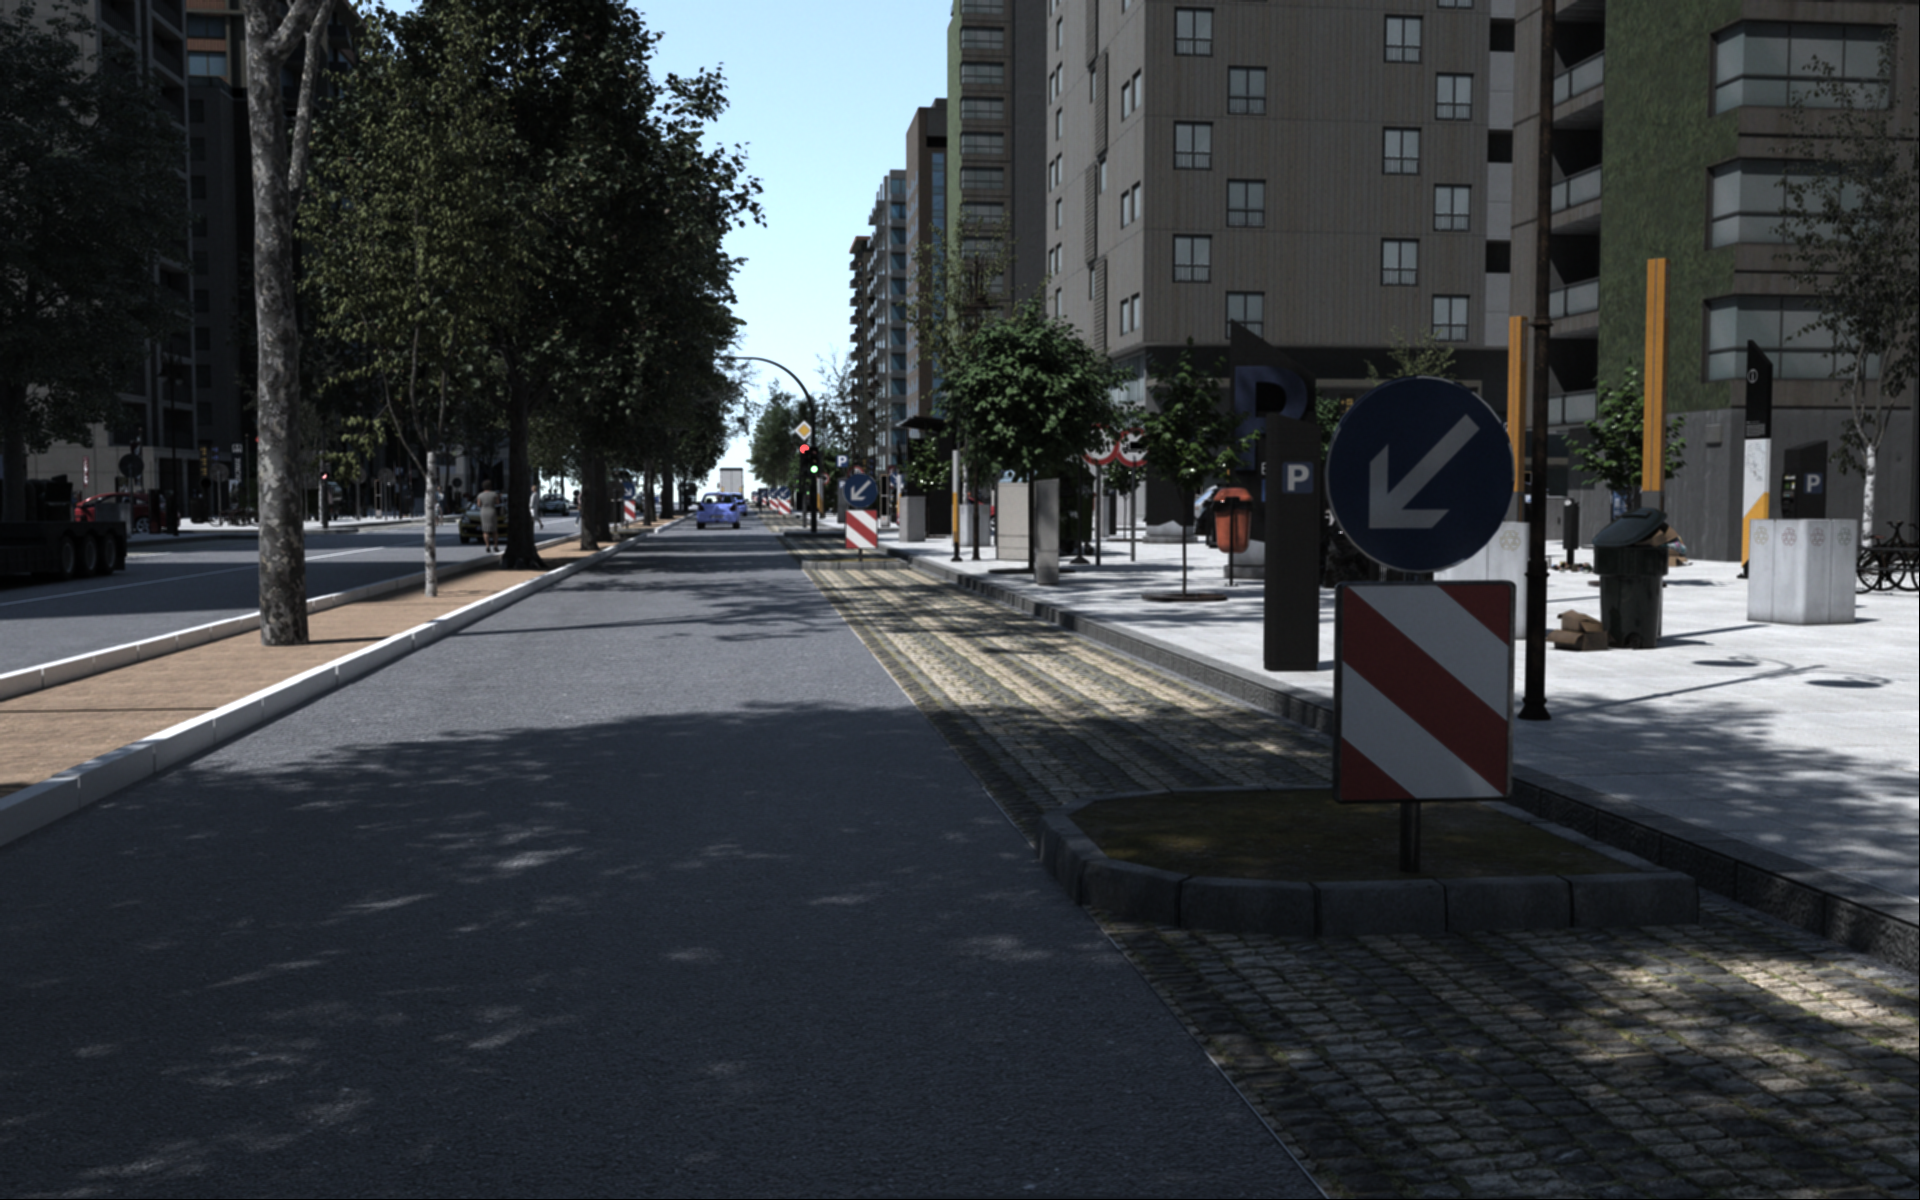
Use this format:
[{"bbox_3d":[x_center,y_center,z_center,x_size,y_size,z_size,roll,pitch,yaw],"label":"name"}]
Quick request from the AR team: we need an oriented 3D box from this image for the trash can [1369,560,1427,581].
[{"bbox_3d":[4.736,-0.432,18.723,0.748,1.137,0.748,0,3,0],"label":"trash can"}]

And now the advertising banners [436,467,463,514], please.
[{"bbox_3d":[-32.850,-7.018,110.930,2.074,3.025,0.090,-3,5,-43],"label":"advertising banners"}]

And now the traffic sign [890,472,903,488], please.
[{"bbox_3d":[-3.617,-6.018,98.497,0.768,2.556,0.104,0,4,1],"label":"traffic sign"}]

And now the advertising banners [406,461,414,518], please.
[{"bbox_3d":[-29.453,-5.921,93.003,0.090,3.025,2.074,-1,4,-14],"label":"advertising banners"}]

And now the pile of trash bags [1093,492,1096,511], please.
[{"bbox_3d":[5.699,-4.616,85.220,1.912,1.369,3.447,3,4,36],"label":"pile of trash bags"}]

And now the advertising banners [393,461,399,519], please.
[{"bbox_3d":[-29.480,-5.755,90.288,0.090,3.025,2.074,-1,4,-16],"label":"advertising banners"}]

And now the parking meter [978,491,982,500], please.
[{"bbox_3d":[1.278,-6.616,116.589,0.372,1.533,0.369,0,3,0],"label":"parking meter"}]

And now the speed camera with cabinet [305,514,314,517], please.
[{"bbox_3d":[-37.004,-6.369,98.469,0.660,3.252,2.038,-1,4,-14],"label":"speed camera with cabinet"}]

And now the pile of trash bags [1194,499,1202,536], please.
[{"bbox_3d":[8.589,-2.751,54.734,1.912,1.369,3.447,1,4,22],"label":"pile of trash bags"}]

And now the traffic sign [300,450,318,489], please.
[{"bbox_3d":[-31.020,-5.303,80.584,2.265,3.308,0.079,0,4,0],"label":"traffic sign"}]

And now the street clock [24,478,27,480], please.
[{"bbox_3d":[-41.934,-4.468,77.626,0.358,2.002,0.471,-2,4,-34],"label":"street clock"}]

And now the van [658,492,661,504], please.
[{"bbox_3d":[-42.698,-14.899,250.617,2.013,2.044,4.112,0,4,-8],"label":"van"}]

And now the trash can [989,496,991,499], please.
[{"bbox_3d":[2.317,-6.351,115.489,0.748,1.137,0.748,0,3,0],"label":"trash can"}]

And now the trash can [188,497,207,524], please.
[{"bbox_3d":[-33.174,-3.899,75.399,0.748,1.137,0.748,0,3,0],"label":"trash can"}]

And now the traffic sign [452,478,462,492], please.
[{"bbox_3d":[-39.457,-8.307,135.921,0.768,2.556,0.104,0,4,-2],"label":"traffic sign"}]

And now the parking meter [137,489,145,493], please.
[{"bbox_3d":[-38.364,-4.447,81.118,0.372,1.533,0.369,0,3,0],"label":"parking meter"}]

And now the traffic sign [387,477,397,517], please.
[{"bbox_3d":[-31.323,-5.748,95.167,0.795,2.450,0.064,0,4,-3],"label":"traffic sign"}]

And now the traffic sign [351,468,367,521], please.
[{"bbox_3d":[-28.767,-5.062,82.864,0.768,2.556,0.104,0,4,-2],"label":"traffic sign"}]

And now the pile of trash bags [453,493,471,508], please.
[{"bbox_3d":[-38.814,-7.464,131.796,1.912,1.369,3.447,3,5,42],"label":"pile of trash bags"}]

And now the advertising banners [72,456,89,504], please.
[{"bbox_3d":[-40.710,-5.126,79.990,2.074,3.025,0.090,3,4,38],"label":"advertising banners"}]

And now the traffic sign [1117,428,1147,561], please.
[{"bbox_3d":[3.302,-2.011,32.990,0.768,2.556,0.104,0,4,-2],"label":"traffic sign"}]

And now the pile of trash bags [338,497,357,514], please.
[{"bbox_3d":[-40.758,-6.259,112.094,1.912,1.369,3.447,2,4,26],"label":"pile of trash bags"}]

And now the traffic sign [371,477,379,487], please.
[{"bbox_3d":[-35.644,-6.335,105.712,0.606,2.300,0.079,0,4,1],"label":"traffic sign"}]

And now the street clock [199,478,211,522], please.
[{"bbox_3d":[-34.155,-4.517,78.431,0.471,2.002,0.358,-3,4,-37],"label":"street clock"}]

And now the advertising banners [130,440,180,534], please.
[{"bbox_3d":[-25.930,-3.642,55.732,2.074,3.025,0.090,2,4,24],"label":"advertising banners"}]

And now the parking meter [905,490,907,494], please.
[{"bbox_3d":[-2.855,-5.152,92.653,0.372,1.533,0.369,0,3,0],"label":"parking meter"}]

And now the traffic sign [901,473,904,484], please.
[{"bbox_3d":[-3.651,-6.224,101.876,0.768,2.556,0.104,0,4,-3],"label":"traffic sign"}]

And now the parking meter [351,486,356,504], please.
[{"bbox_3d":[-41.305,-6.877,118.142,0.399,1.863,0.255,3,5,40],"label":"parking meter"}]

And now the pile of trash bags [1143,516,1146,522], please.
[{"bbox_3d":[9.814,-4.250,79.237,1.912,1.369,3.447,-1,4,-21],"label":"pile of trash bags"}]

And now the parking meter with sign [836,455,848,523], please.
[{"bbox_3d":[-5.211,-4.909,76.524,0.543,3.016,1.738,0,4,-3],"label":"parking meter with sign"}]

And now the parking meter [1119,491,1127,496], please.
[{"bbox_3d":[6.887,-3.948,72.959,0.372,1.533,0.369,0,3,0],"label":"parking meter"}]

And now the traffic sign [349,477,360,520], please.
[{"bbox_3d":[-30.059,-5.273,86.322,0.768,2.556,0.104,0,4,-3],"label":"traffic sign"}]

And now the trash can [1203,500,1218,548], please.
[{"bbox_3d":[6.146,-1.801,41.103,0.748,1.137,0.748,0,3,0],"label":"trash can"}]

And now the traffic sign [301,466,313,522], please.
[{"bbox_3d":[-29.711,-4.806,78.681,0.768,2.556,0.104,0,4,-1],"label":"traffic sign"}]

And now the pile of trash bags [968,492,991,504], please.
[{"bbox_3d":[1.203,-5.081,92.821,1.912,1.369,3.447,-3,4,-38],"label":"pile of trash bags"}]

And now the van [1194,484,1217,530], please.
[{"bbox_3d":[9.543,-3.465,63.670,4.112,2.044,2.013,0,4,-6],"label":"van"}]

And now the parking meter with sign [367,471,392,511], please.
[{"bbox_3d":[-42.909,-8.059,128.028,1.738,3.016,0.543,-1,4,-16],"label":"parking meter with sign"}]

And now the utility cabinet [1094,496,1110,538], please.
[{"bbox_3d":[4.198,-2.454,51.291,0.306,1.237,1.020,1,4,14],"label":"utility cabinet"}]

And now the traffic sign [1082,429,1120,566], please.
[{"bbox_3d":[2.480,-1.890,31.014,0.768,2.556,0.104,0,4,1],"label":"traffic sign"}]

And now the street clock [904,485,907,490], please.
[{"bbox_3d":[-4.292,-8.227,139.089,0.358,2.002,0.471,2,4,29],"label":"street clock"}]

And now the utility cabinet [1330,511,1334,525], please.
[{"bbox_3d":[9.296,-1.880,41.893,0.306,1.237,1.020,3,5,40],"label":"utility cabinet"}]

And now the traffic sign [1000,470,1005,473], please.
[{"bbox_3d":[1.642,-3.438,56.317,0.768,2.556,0.104,0,4,-4],"label":"traffic sign"}]

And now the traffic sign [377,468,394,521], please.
[{"bbox_3d":[-27.773,-5.116,83.747,0.768,2.556,0.104,0,4,-4],"label":"traffic sign"}]

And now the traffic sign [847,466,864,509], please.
[{"bbox_3d":[-4.672,-4.741,77.626,0.768,2.556,0.104,0,4,-3],"label":"traffic sign"}]

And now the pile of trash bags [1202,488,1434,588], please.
[{"bbox_3d":[5.224,-0.881,24.151,3.447,1.369,1.912,1,4,13],"label":"pile of trash bags"}]

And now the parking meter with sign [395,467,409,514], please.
[{"bbox_3d":[-35.748,-7.031,111.224,0.543,3.016,1.738,-2,4,-34],"label":"parking meter with sign"}]

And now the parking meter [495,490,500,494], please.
[{"bbox_3d":[-32.614,-6.956,122.136,0.372,1.533,0.369,0,3,0],"label":"parking meter"}]

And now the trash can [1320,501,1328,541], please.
[{"bbox_3d":[7.824,-1.646,38.561,0.748,1.137,0.748,0,3,0],"label":"trash can"}]

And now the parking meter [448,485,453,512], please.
[{"bbox_3d":[-33.843,-6.679,114.908,0.255,1.863,0.399,0,4,1],"label":"parking meter"}]

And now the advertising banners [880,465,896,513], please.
[{"bbox_3d":[-4.859,-6.622,104.455,2.074,3.025,0.090,-1,4,-12],"label":"advertising banners"}]

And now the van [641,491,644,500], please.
[{"bbox_3d":[-41.867,-13.736,231.592,2.013,2.044,4.112,-1,4,-8],"label":"van"}]

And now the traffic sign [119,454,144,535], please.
[{"bbox_3d":[-26.052,-3.325,54.476,0.768,2.556,0.104,0,4,-4],"label":"traffic sign"}]

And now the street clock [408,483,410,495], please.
[{"bbox_3d":[-36.321,-6.675,113.707,0.358,2.002,0.471,2,4,31],"label":"street clock"}]

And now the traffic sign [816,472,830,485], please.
[{"bbox_3d":[-7.874,-6.090,99.676,0.768,2.556,0.104,0,4,-4],"label":"traffic sign"}]

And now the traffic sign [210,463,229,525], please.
[{"bbox_3d":[-30.614,-4.373,71.608,0.768,2.556,0.104,0,4,-6],"label":"traffic sign"}]

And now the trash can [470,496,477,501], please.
[{"bbox_3d":[-38.295,-7.642,136.606,0.748,1.137,0.748,0,3,0],"label":"trash can"}]

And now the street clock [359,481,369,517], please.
[{"bbox_3d":[-32.645,-5.524,94.894,0.471,2.002,0.358,1,4,19],"label":"street clock"}]
